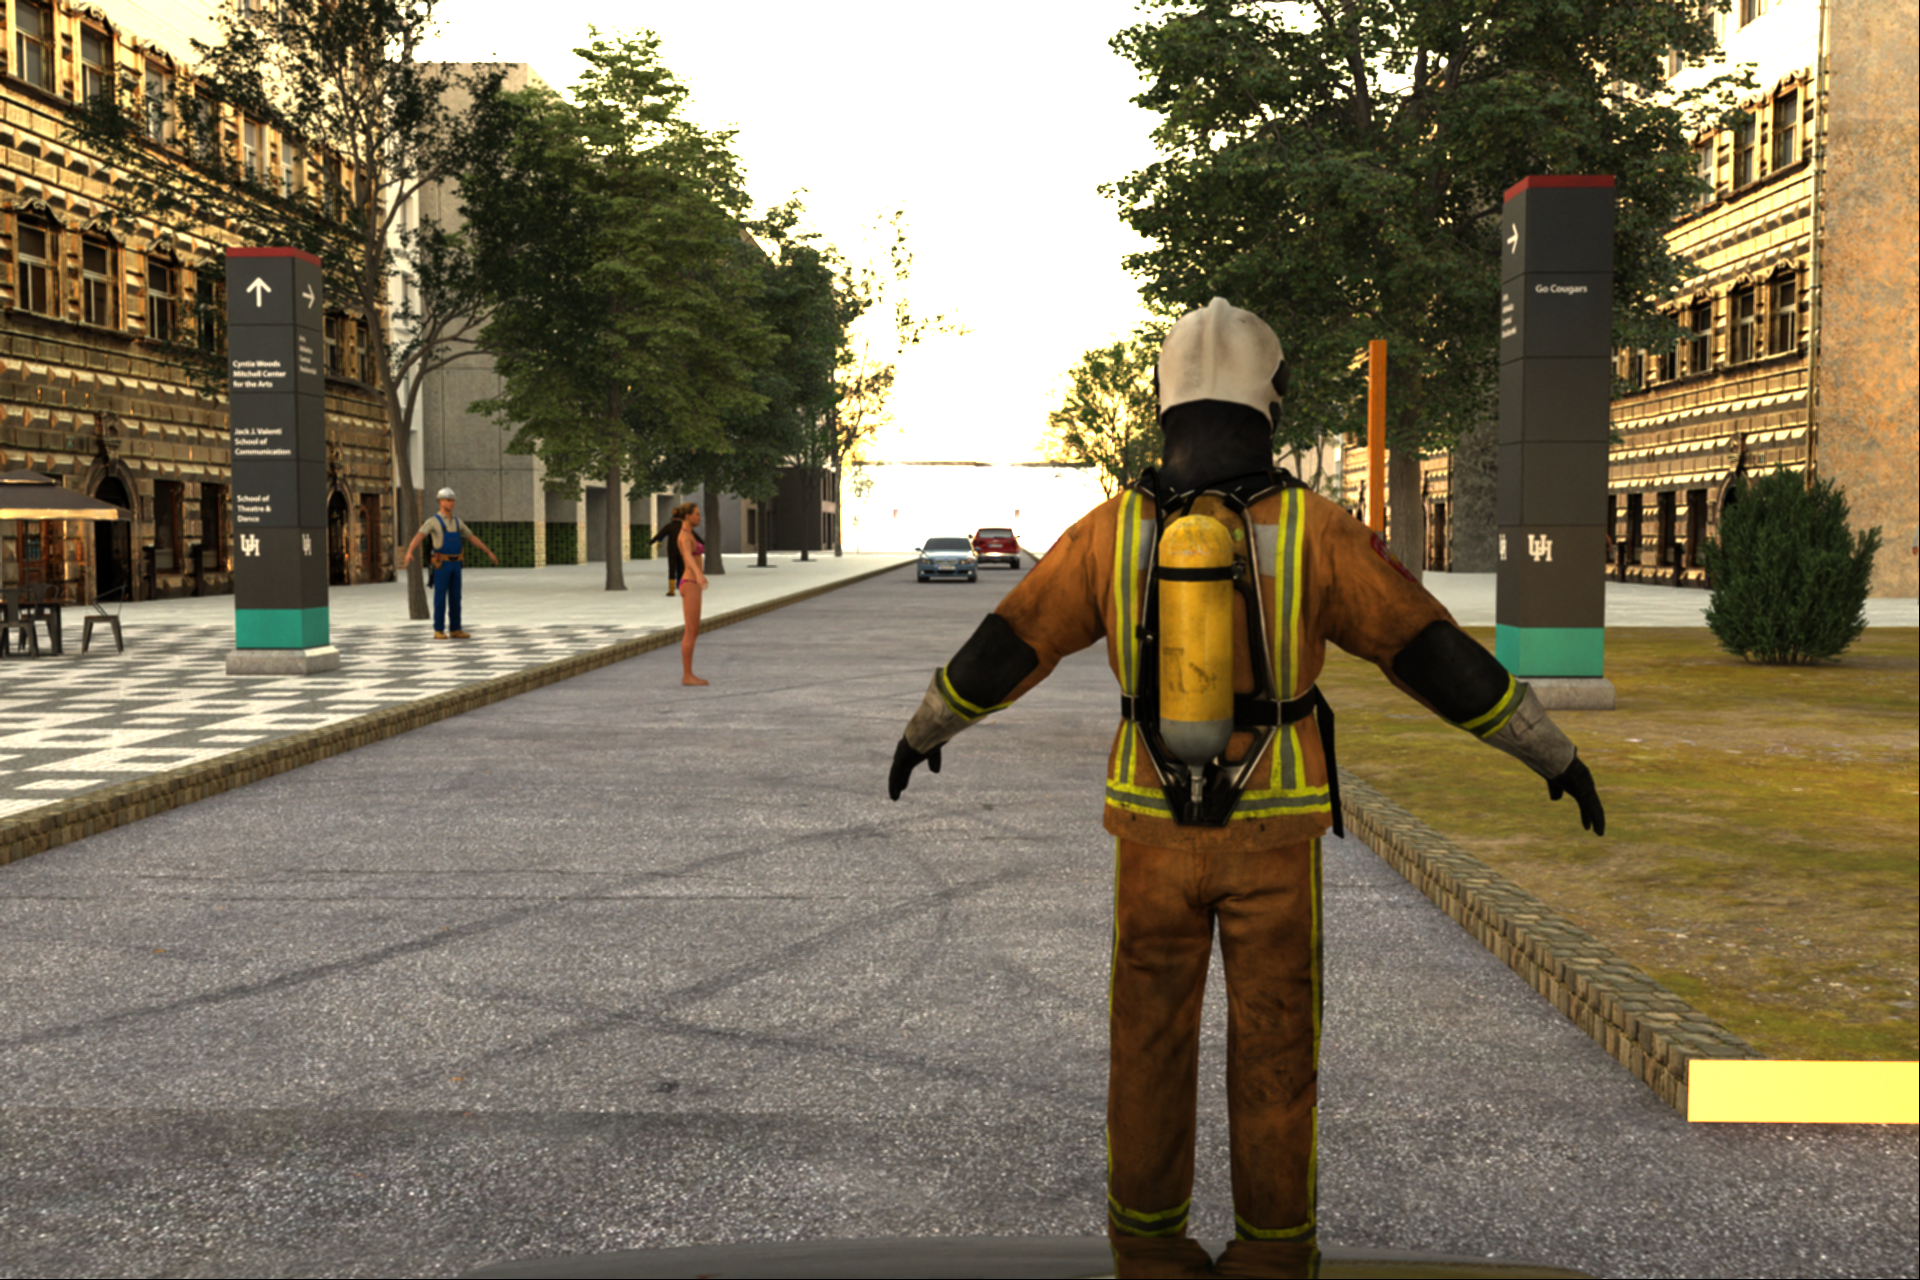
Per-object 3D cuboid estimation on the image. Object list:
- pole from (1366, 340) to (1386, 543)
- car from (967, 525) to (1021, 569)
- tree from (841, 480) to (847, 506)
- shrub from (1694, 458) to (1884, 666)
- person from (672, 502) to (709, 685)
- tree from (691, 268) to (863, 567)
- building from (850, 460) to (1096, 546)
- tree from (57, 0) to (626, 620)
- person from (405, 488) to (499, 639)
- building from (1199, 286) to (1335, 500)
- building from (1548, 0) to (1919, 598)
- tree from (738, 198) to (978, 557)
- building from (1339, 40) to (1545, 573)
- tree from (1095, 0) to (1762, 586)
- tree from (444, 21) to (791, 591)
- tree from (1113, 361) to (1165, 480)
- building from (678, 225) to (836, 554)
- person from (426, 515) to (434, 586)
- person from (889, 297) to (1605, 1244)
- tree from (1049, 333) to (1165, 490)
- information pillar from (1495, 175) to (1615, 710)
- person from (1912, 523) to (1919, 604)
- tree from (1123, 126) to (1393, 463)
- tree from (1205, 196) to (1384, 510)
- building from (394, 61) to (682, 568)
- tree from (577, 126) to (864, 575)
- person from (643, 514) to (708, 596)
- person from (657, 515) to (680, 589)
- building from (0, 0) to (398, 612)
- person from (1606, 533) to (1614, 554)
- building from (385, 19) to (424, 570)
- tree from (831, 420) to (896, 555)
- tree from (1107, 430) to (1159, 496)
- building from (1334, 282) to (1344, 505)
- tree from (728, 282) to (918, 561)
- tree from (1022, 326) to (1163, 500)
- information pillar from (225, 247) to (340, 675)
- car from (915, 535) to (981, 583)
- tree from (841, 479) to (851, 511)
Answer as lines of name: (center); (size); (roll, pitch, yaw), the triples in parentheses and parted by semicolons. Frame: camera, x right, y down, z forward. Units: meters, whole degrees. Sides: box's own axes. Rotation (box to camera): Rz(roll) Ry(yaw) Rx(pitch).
pole: (4.399, -1.498, 18.340); (0.158, 3.312, 0.155); (0, 3, 0)
car: (1.438, -3.892, 72.312); (2.281, 1.827, 5.304); (0, 4, 0)
tree: (-14.584, -15.131, 197.755); (4.360, 8.622, 3.978); (0, 3, 0)
shrub: (8.114, -0.771, 17.023); (1.690, 2.028, 1.600); (0, 3, 0)
person: (-2.491, -0.444, 16.523); (0.721, 1.733, 1.217); (-1, 4, -10)
tree: (-7.619, -8.644, 67.084); (9.928, 11.665, 9.643); (0, 3, 0)
building: (1.555, -15.543, 198.734); (28.070, 9.664, 9.099); (0, 4, -3)
tree: (-8.421, -5.598, 25.947); (7.601, 10.594, 8.767); (2, 4, 30)
person: (-6.263, -0.939, 21.214); (0.705, 1.847, 1.347); (3, 4, 37)
building: (25.849, -16.191, 131.181); (16.747, 18.905, 31.486); (0, 4, 2)
building: (26.534, -12.952, 42.688); (19.493, 23.208, 18.063); (0, 4, 2)
tree: (-5.679, -14.765, 97.301); (12.611, 20.169, 13.585); (0, 3, 0)
building: (25.532, -14.327, 65.171); (19.493, 23.208, 18.063); (0, 4, 1)
tree: (6.504, -7.252, 25.225); (9.857, 13.997, 8.962); (0, 3, 0)
tree: (-7.677, -7.375, 38.708); (7.486, 12.596, 7.792); (0, 3, 0)
tree: (7.792, -7.297, 69.676); (4.360, 8.622, 3.978); (0, 3, 0)
building: (-24.530, -17.480, 129.769); (27.936, 21.610, 32.646); (0, 4, 1)
person: (-13.022, -2.203, 42.734); (0.721, 1.740, 1.216); (3, 4, 36)
person: (0.480, 0.307, 3.213); (1.354, 1.858, 0.705); (1, 4, 18)
tree: (8.507, -9.867, 87.075); (9.928, 11.665, 9.643); (0, 3, 0)
information pillar: (4.406, -1.437, 12.879); (0.750, 3.857, 0.750); (0, 4, 2)
person: (17.670, -1.550, 31.528); (1.347, 1.806, 0.705); (-2, 4, -33)
tree: (7.809, -7.247, 44.246); (9.928, 11.665, 9.643); (0, 3, 0)
tree: (7.429, -5.252, 36.234); (4.360, 8.622, 3.978); (0, 3, 0)
building: (-24.230, -13.127, 81.080); (16.747, 18.905, 31.486); (0, 4, 1)
tree: (-7.840, -9.047, 54.568); (9.857, 13.997, 8.962); (0, 3, 0)
person: (-5.871, -1.820, 35.887); (1.346, 1.812, 0.704); (-1, 4, -21)
person: (-6.601, -2.082, 40.504); (0.721, 1.772, 1.216); (3, 5, 44)
building: (-24.614, -12.595, 36.850); (19.493, 23.208, 18.063); (0, 4, 2)
person: (11.626, -1.591, 32.142); (1.347, 1.817, 0.704); (-1, 4, -21)
building: (-25.192, -11.915, 51.230); (16.016, 20.090, 11.380); (0, 4, 1)
tree: (-6.634, -9.659, 108.279); (4.360, 8.622, 3.978); (0, 3, 0)
tree: (21.607, -17.769, 197.185); (9.857, 13.997, 8.962); (0, 3, 0)
building: (24.409, -14.162, 87.975); (16.016, 20.090, 11.380); (0, 4, 1)
tree: (-7.247, -10.483, 81.760); (12.009, 13.543, 11.850); (0, 3, 0)
tree: (8.787, -11.672, 101.204); (12.009, 13.543, 11.850); (0, 3, 0)
information pillar: (-6.289, -1.628, 16.002); (0.750, 3.857, 0.750); (0, 4, 2)
car: (-0.355, -2.493, 52.767); (2.014, 1.417, 4.499); (0, 4, 1)
tree: (-14.726, -15.450, 202.965); (4.737, 8.622, 4.395); (0, 3, 0)
